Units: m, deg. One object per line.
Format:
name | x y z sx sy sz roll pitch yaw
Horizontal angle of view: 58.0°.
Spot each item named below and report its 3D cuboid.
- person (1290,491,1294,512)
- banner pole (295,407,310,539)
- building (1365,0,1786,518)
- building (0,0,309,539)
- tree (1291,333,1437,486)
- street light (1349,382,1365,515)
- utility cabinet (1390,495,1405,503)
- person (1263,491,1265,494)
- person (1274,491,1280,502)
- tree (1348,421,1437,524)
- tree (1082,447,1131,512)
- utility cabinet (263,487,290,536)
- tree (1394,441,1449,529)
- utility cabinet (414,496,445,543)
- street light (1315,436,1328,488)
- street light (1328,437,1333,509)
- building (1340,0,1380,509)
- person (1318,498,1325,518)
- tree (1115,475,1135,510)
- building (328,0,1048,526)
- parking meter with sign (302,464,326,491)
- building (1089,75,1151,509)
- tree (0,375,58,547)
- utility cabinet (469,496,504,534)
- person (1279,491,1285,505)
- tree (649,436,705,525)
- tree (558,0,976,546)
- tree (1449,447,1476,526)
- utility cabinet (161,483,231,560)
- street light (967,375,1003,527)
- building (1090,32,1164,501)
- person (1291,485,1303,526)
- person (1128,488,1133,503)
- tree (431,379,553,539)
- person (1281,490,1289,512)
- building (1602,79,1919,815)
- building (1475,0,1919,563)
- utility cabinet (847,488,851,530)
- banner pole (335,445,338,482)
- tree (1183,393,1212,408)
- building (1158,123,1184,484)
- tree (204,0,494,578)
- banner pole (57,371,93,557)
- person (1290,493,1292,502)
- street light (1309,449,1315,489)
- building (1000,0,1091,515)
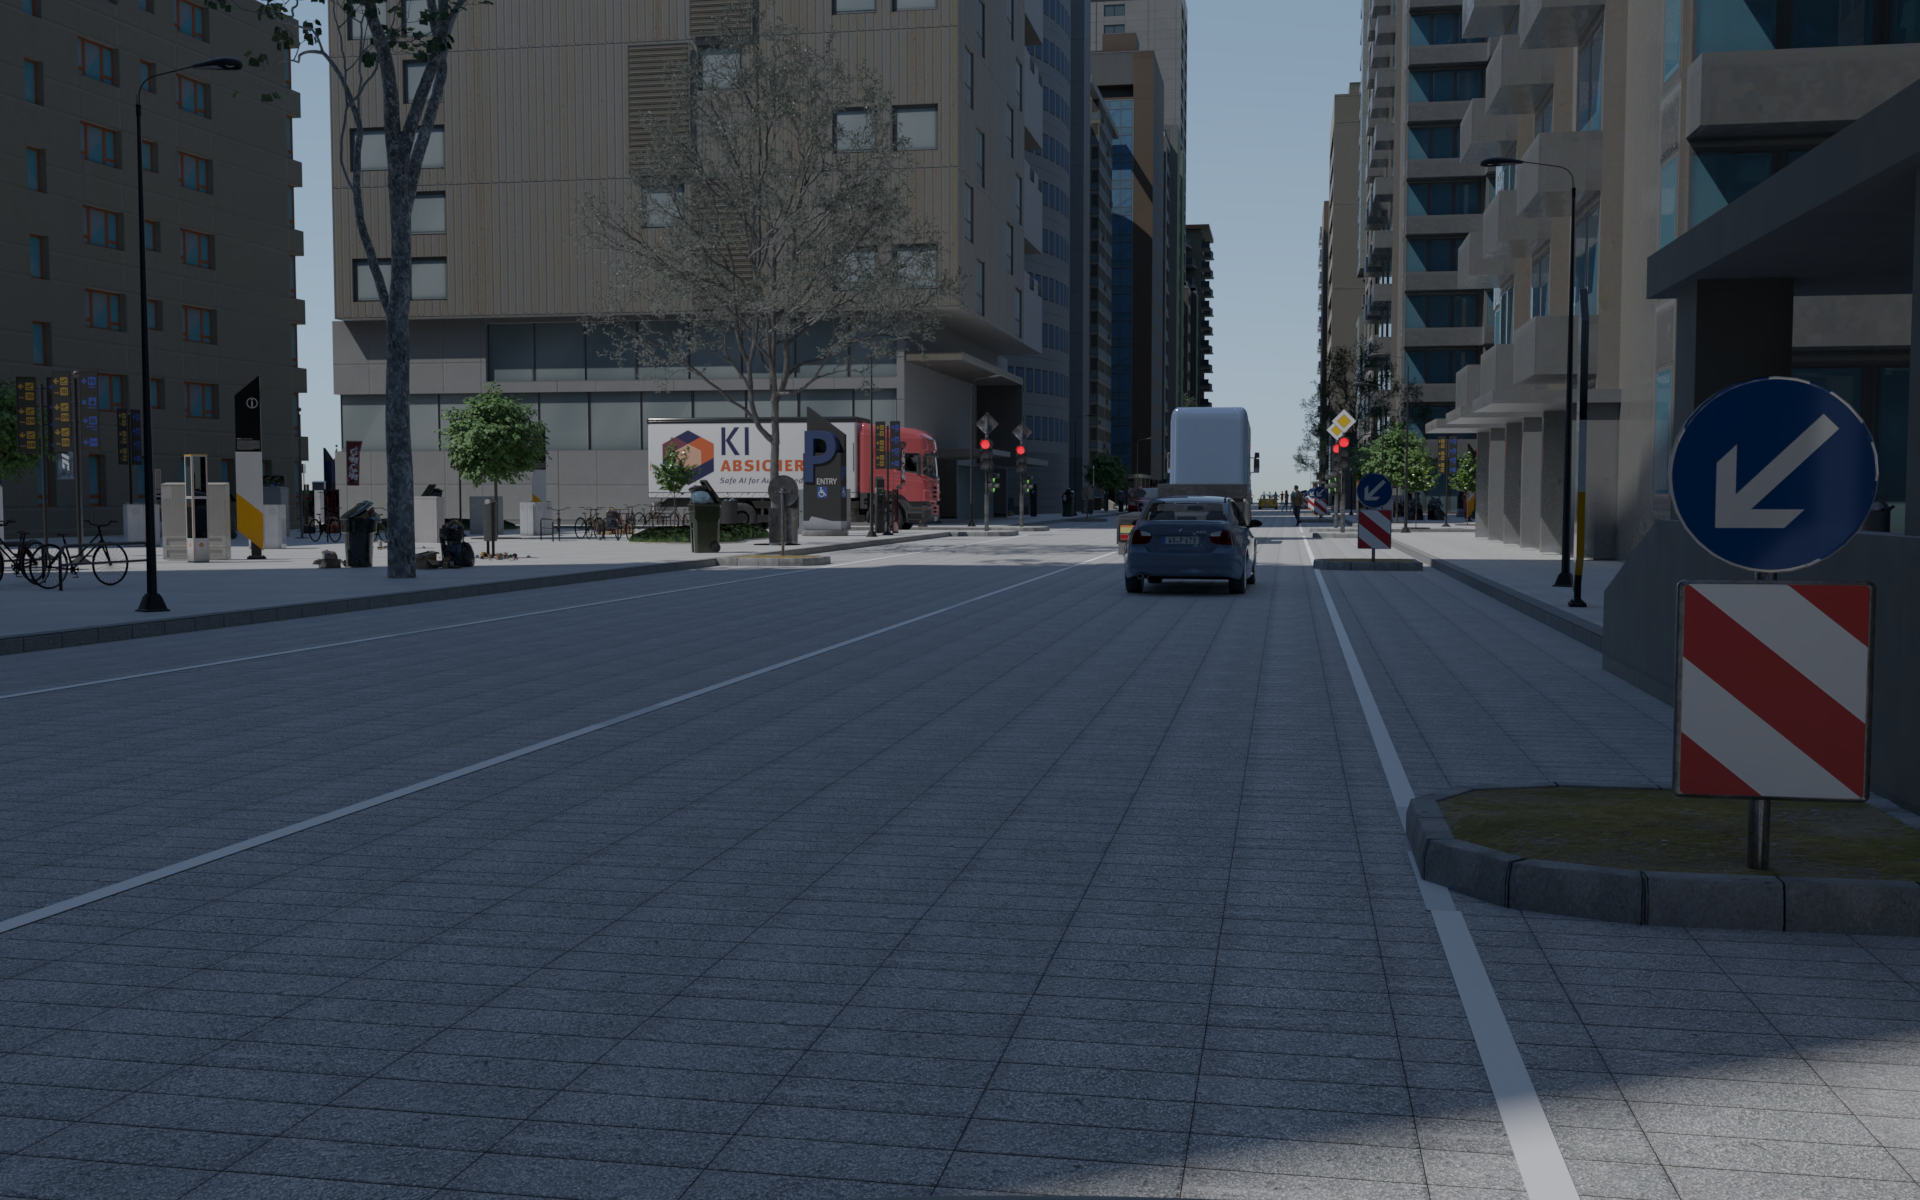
person | 26.859 -7.963 139.700 0.512 1.701 0.522 1 4 13
banner pole | -19.151 -3.685 50.273 0.401 3.779 0.863 -2 4 -24
building | 39.738 -30.583 119.646 23.786 49.044 30.456 1 4 11
building | -40.853 -12.700 52.688 28.899 21.520 27.650 1 4 11
tree | 23.383 -10.105 99.633 8.767 10.594 7.601 2 4 24
street light | 17.014 -6.082 71.987 1.470 5.913 1.316 1 4 11
utility cabinet | 26.076 -5.650 103.541 1.020 1.237 0.306 -1 4 -20
person | 41.648 -13.988 237.218 1.348 1.822 0.705 0 4 4
person | 34.716 -11.065 190.135 0.721 1.736 1.217 -3 5 -42
tree | 19.207 -5.629 75.748 4.285 4.588 4.351 0 3 0
tree | 10.330 -8.447 121.825 4.285 4.588 4.351 0 3 0
utility cabinet | -20.673 -2.658 52.141 1.173 1.500 0.318 2 4 33
tree | 16.725 -4.236 63.866 1.663 3.219 1.824 0 3 0
utility cabinet | -14.049 -2.107 45.614 1.020 1.237 0.306 2 4 26
street light | 30.961 -10.632 146.373 1.470 5.913 1.316 1 4 11
street light | 23.251 -8.114 105.202 1.470 5.913 1.316 1 4 11
building | 43.384 -43.377 147.459 20.563 71.187 20.611 1 4 11
person | 21.457 -5.728 102.708 0.362 1.759 0.519 3 5 40
tree | 12.872 -8.778 138.116 1.663 3.219 1.824 0 3 0
building | -10.835 -30.148 82.160 28.713 52.752 27.495 1 4 11
parking meter with sign | -36.880 -6.324 99.655 1.738 3.016 0.543 0 4 -7
building | 0.842 -28.426 156.638 32.217 40.220 23.993 1 4 11
tree | -23.825 -3.582 42.276 4.285 4.588 4.351 0 3 0
utility cabinet | -15.084 -2.692 55.179 1.020 1.237 0.306 -1 4 -10
person | 41.448 -13.114 222.875 1.348 1.831 0.705 0 4 -5
tree | -9.699 -3.887 58.151 1.663 3.219 1.824 0 3 0
tree | -4.711 -8.102 42.831 12.009 13.543 11.850 0 3 0
tree | 20.865 -4.656 70.720 1.663 3.219 1.824 0 3 0
utility cabinet | -14.785 -1.520 33.527 1.173 1.500 0.318 0 4 -7
street light | 0.992 -5.829 67.843 1.470 5.913 1.316 1 4 11
building | 12.894 -32.018 173.608 14.600 45.320 14.200 1 4 11
person | 15.200 -4.262 78.091 0.656 1.842 0.836 2 4 29
person | 9.668 -5.425 97.375 0.526 1.800 0.537 3 4 36
tree | -13.390 -4.026 49.540 4.285 4.588 4.351 0 3 0
person | 25.913 -7.880 137.929 0.643 1.750 0.593 1 4 21
building | 19.816 -19.041 3.203 32.217 40.220 23.993 1 4 11
building | 23.490 -25.591 38.021 23.786 49.044 30.456 1 4 11
utility cabinet | -4.248 -3.201 61.007 0.318 1.500 1.173 2 4 25
banner pole | -31.531 -5.969 87.609 0.401 3.779 0.863 -1 4 -12
tree | 28.279 -18.968 216.777 9.857 13.997 8.962 0 3 0
building | 16.260 -30.818 187.464 14.154 41.232 14.086 1 4 11
tree | -7.504 -10.464 26.978 12.611 20.169 13.585 0 3 0
banner pole | -18.147 -2.773 35.353 0.863 3.779 0.401 2 4 24
person | 50.981 -15.685 266.426 0.415 1.643 0.593 2 4 33
street light | 37.307 -12.683 179.902 1.470 5.913 1.316 1 4 11
building | -3.221 -35.166 116.968 21.231 58.520 28.212 1 4 11
